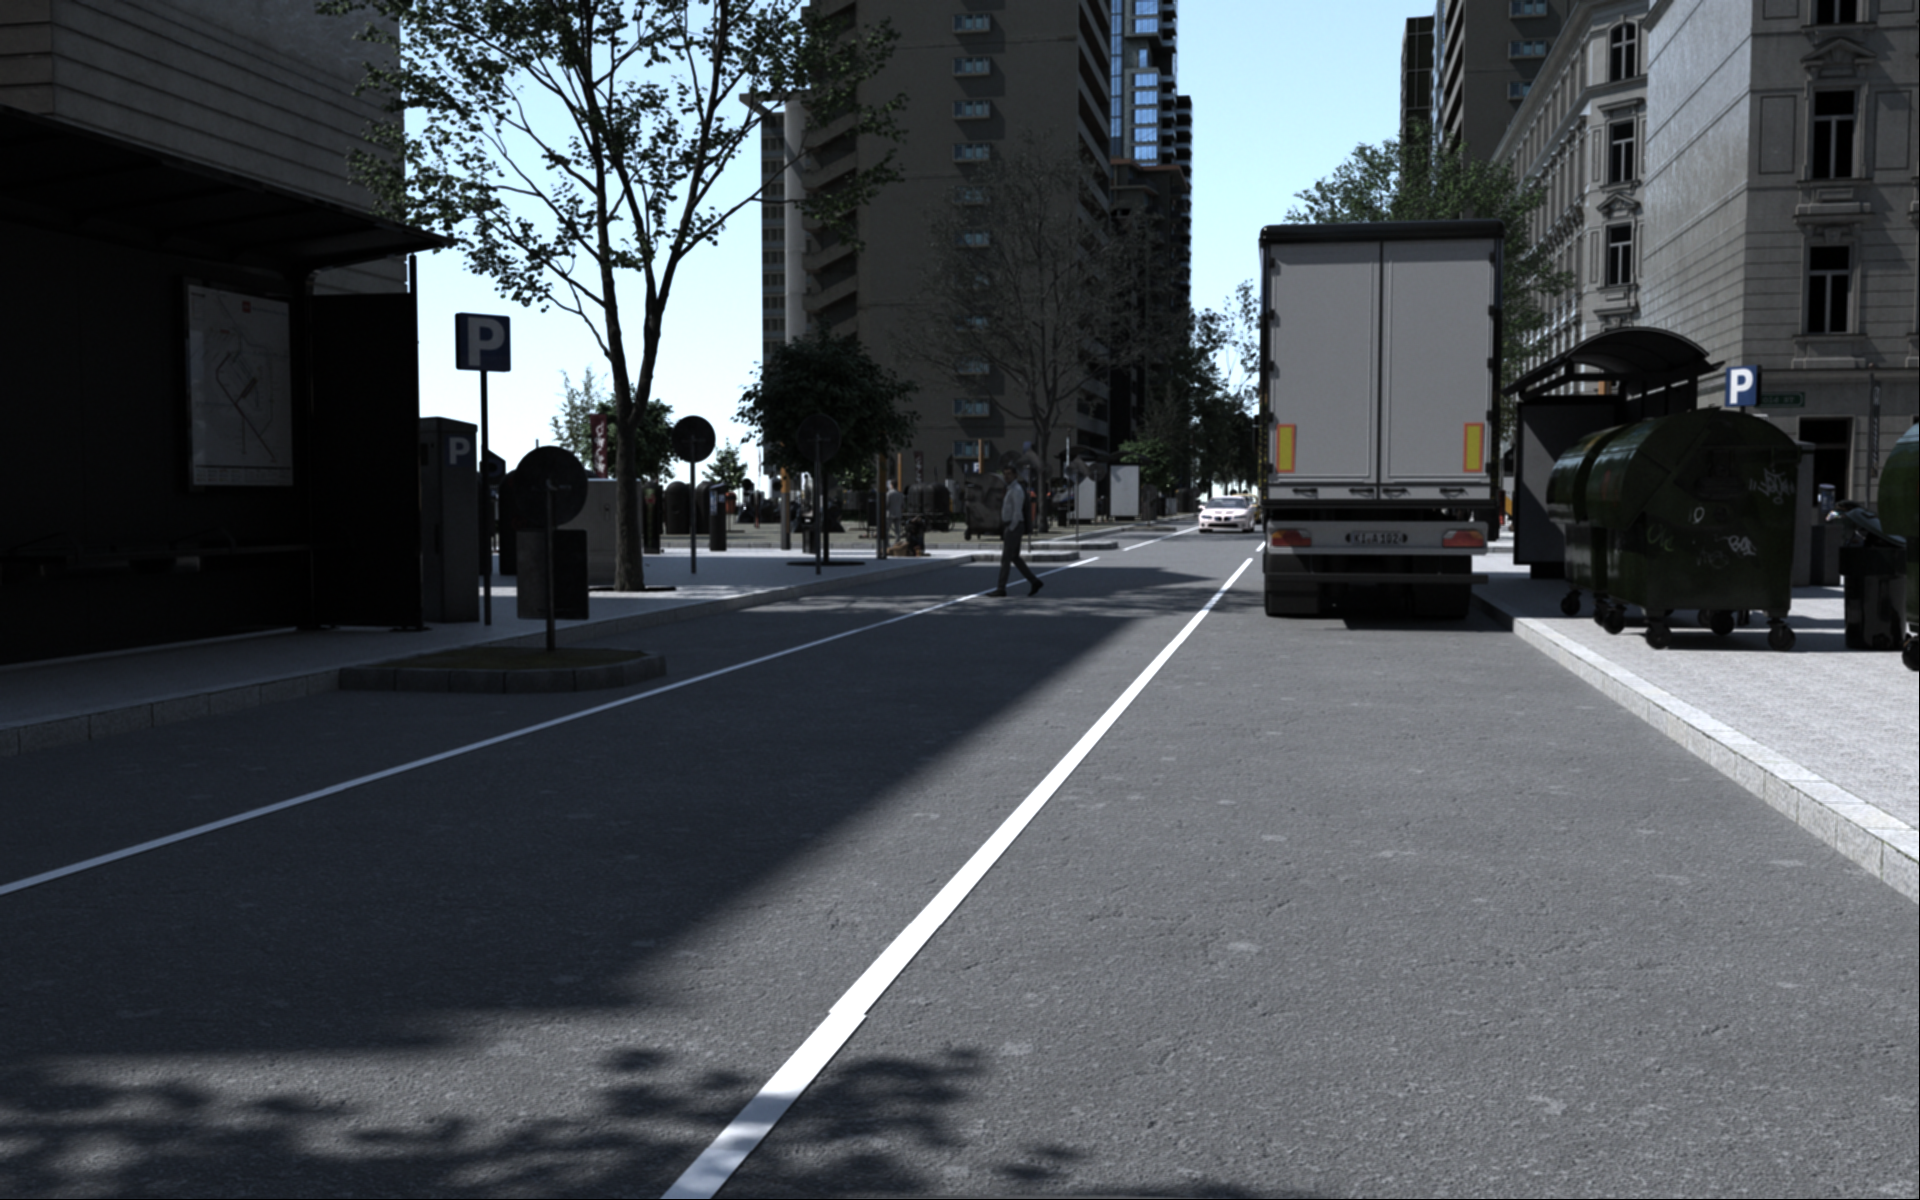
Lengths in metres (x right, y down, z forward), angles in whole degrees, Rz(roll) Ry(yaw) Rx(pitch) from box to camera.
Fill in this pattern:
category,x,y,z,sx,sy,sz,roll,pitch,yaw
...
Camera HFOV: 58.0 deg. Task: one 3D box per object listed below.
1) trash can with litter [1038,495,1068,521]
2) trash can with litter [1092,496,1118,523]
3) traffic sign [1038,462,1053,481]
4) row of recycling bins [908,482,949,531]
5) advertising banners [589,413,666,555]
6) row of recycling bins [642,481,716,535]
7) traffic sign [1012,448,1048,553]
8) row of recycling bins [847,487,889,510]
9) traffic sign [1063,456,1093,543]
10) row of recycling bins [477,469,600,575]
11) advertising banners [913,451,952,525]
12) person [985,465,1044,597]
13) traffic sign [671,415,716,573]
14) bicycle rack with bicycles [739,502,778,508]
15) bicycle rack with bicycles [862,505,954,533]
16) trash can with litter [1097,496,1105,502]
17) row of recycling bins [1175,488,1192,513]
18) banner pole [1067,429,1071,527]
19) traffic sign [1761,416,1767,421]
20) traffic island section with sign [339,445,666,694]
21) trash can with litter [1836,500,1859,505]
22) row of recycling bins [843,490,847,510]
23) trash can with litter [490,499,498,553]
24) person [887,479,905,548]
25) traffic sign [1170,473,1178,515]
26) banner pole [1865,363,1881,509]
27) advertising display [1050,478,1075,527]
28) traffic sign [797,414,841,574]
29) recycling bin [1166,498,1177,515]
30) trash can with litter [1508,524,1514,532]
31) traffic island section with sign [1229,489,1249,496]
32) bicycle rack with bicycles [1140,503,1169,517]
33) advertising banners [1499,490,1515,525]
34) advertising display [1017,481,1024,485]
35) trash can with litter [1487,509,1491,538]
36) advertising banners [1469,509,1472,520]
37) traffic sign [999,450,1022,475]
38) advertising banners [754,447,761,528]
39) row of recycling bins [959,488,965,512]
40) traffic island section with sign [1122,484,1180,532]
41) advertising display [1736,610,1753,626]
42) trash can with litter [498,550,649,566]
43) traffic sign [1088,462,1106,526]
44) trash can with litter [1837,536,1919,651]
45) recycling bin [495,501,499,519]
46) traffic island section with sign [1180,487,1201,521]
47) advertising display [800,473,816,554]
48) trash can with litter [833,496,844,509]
category,x,y,z,sx,sy,sz,roll,pitch,yaw
trash can with litter,4.189,-4.722,88.264,2.233,1.210,1.678,-2,4,-25
trash can with litter,6.347,-4.140,78.739,1.678,1.210,2.233,2,4,26
traffic sign,3.261,-4.146,67.892,0.768,2.556,0.104,1,4,21
row of recycling bins,-1.183,-3.347,61.836,1.069,1.692,3.534,-1,4,-13
advertising banners,-7.171,-2.505,37.149,2.074,3.025,0.090,2,4,32
row of recycling bins,-9.379,-2.937,55.130,3.534,1.692,1.069,0,4,2
traffic sign,1.518,-2.085,37.735,0.795,2.450,0.064,1,4,11
row of recycling bins,-5.278,-6.050,106.034,1.069,1.692,3.534,2,4,33
traffic sign,3.091,-2.564,45.564,0.795,2.450,0.064,1,4,11
row of recycling bins,-7.441,-1.252,27.585,3.534,1.692,1.069,-1,4,-13
advertising banners,-1.130,-4.576,71.001,2.074,3.025,0.090,-3,5,-42
person,0.752,-0.951,24.156,0.850,1.850,0.679,-1,4,-9
traffic sign,-4.326,-1.709,28.049,0.768,2.556,0.104,1,4,12
bicycle rack with bicycles,-10.932,-5.032,95.647,2.852,0.926,2.925,1,4,10
bicycle rack with bicycles,-1.487,-2.752,58.380,2.925,0.926,2.852,2,4,26
trash can with litter,9.078,-6.221,113.104,0.624,1.170,1.055,-2,4,-25
row of recycling bins,15.303,-6.805,118.378,1.069,1.692,3.534,0,4,2
banner pole,4.179,-4.694,66.762,0.401,3.779,0.863,0,4,-5
traffic sign,10.117,-1.244,22.462,0.606,2.300,0.079,1,4,14
traffic island section with sign,-3.391,-0.293,13.424,1.989,1.847,2.006,1,4,11
trash can with litter,16.736,-1.277,32.259,1.055,1.170,0.624,-1,4,-22
row of recycling bins,-6.747,-6.328,110.575,1.069,1.692,3.534,-1,4,-15
trash can with litter,-10.110,-1.633,37.758,2.233,1.210,1.678,2,4,24
person,-1.713,-2.125,43.444,0.606,1.804,0.583,-3,5,-40
traffic sign,12.535,-6.312,103.204,0.884,2.594,0.081,1,4,19
banner pole,17.563,-2.650,33.339,0.401,3.779,0.863,3,5,43
advertising display,4.035,-3.853,68.207,0.974,1.923,0.123,0,4,2
traffic sign,-2.263,-1.681,27.595,0.768,2.556,0.104,1,4,20
recycling bin,13.015,-5.809,107.533,0.722,1.027,0.722,-1,4,-10
trash can with litter,18.855,-2.879,58.460,0.624,1.170,1.055,-1,4,-14
traffic island section with sign,22.738,-8.253,143.567,1.989,1.847,2.006,1,4,11
bicycle rack with bicycles,10.219,-5.089,96.587,2.925,0.926,2.852,1,4,11
advertising banners,22.202,-4.586,71.162,2.074,3.025,0.090,2,4,34
advertising display,3.243,-4.905,85.406,0.974,1.923,0.123,1,4,23
trash can with litter,15.086,-2.369,50.127,0.624,1.170,1.055,-1,4,-17
advertising banners,24.314,-5.484,85.847,2.074,3.025,0.090,2,4,23
traffic sign,1.499,-3.087,50.585,0.768,2.556,0.104,1,4,12
advertising banners,-7.609,-4.212,65.048,0.090,3.025,2.074,-1,4,-12
row of recycling bins,1.047,-6.733,117.191,3.534,1.692,1.069,-2,4,-28
traffic island section with sign,7.340,-3.565,66.917,1.989,1.847,2.006,1,4,11
advertising display,7.800,-0.730,17.157,0.123,1.923,0.974,2,4,29
trash can with litter,-6.782,-1.215,30.916,2.233,1.210,1.678,2,4,32
traffic sign,5.482,-4.265,69.833,0.768,2.556,0.104,1,4,18
trash can with litter,7.784,-0.172,14.194,0.624,1.170,1.055,-3,4,-37
recycling bin,-16.826,-3.011,61.790,0.722,1.027,0.722,3,5,43
traffic island section with sign,12.891,-5.253,94.518,1.989,1.847,2.006,1,4,11
advertising display,-3.240,-1.959,37.248,0.123,1.923,0.974,-1,4,-21
trash can with litter,-6.670,-5.316,98.299,1.055,1.170,0.624,2,4,29
